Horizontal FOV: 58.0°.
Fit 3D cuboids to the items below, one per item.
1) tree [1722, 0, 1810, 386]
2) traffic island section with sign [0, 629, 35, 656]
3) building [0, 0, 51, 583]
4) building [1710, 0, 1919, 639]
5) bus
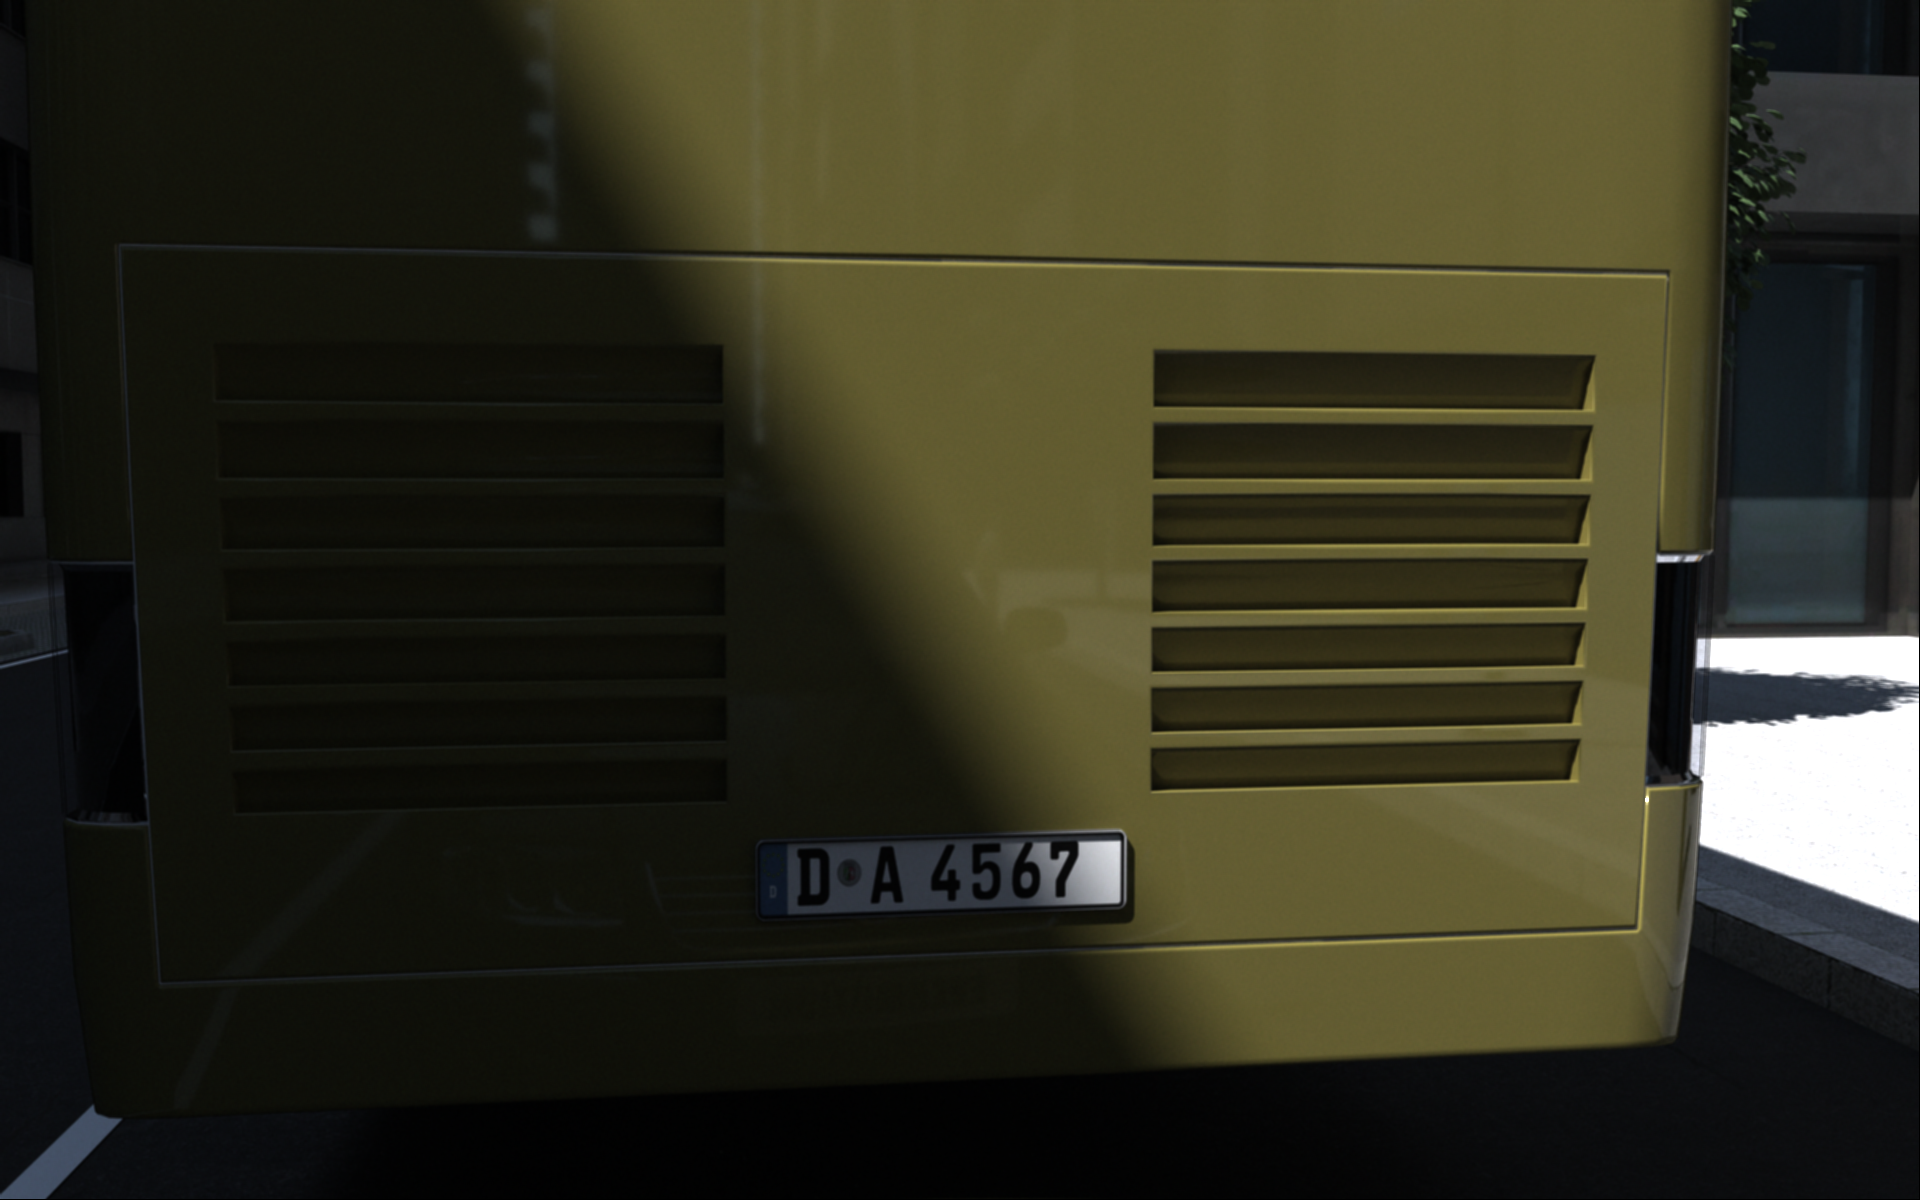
[{"bbox_3d":[3.100,-1.598,9.845,4.285,4.588,4.351,0,3,0],"label":"tree"},{"bbox_3d":[-9.457,-0.410,15.334,1.989,1.847,2.006,0,4,-8],"label":"traffic island section with sign"},{"bbox_3d":[-17.720,-11.882,13.342,14.314,24.678,30.058,0,4,-8],"label":"building"},{"bbox_3d":[11.429,-24.949,27.530,23.786,49.044,30.456,0,4,-8],"label":"building"},{"bbox_3d":[-0.880,-1.038,8.524,2.896,3.916,12.252,0,4,-8],"label":"bus"}]
